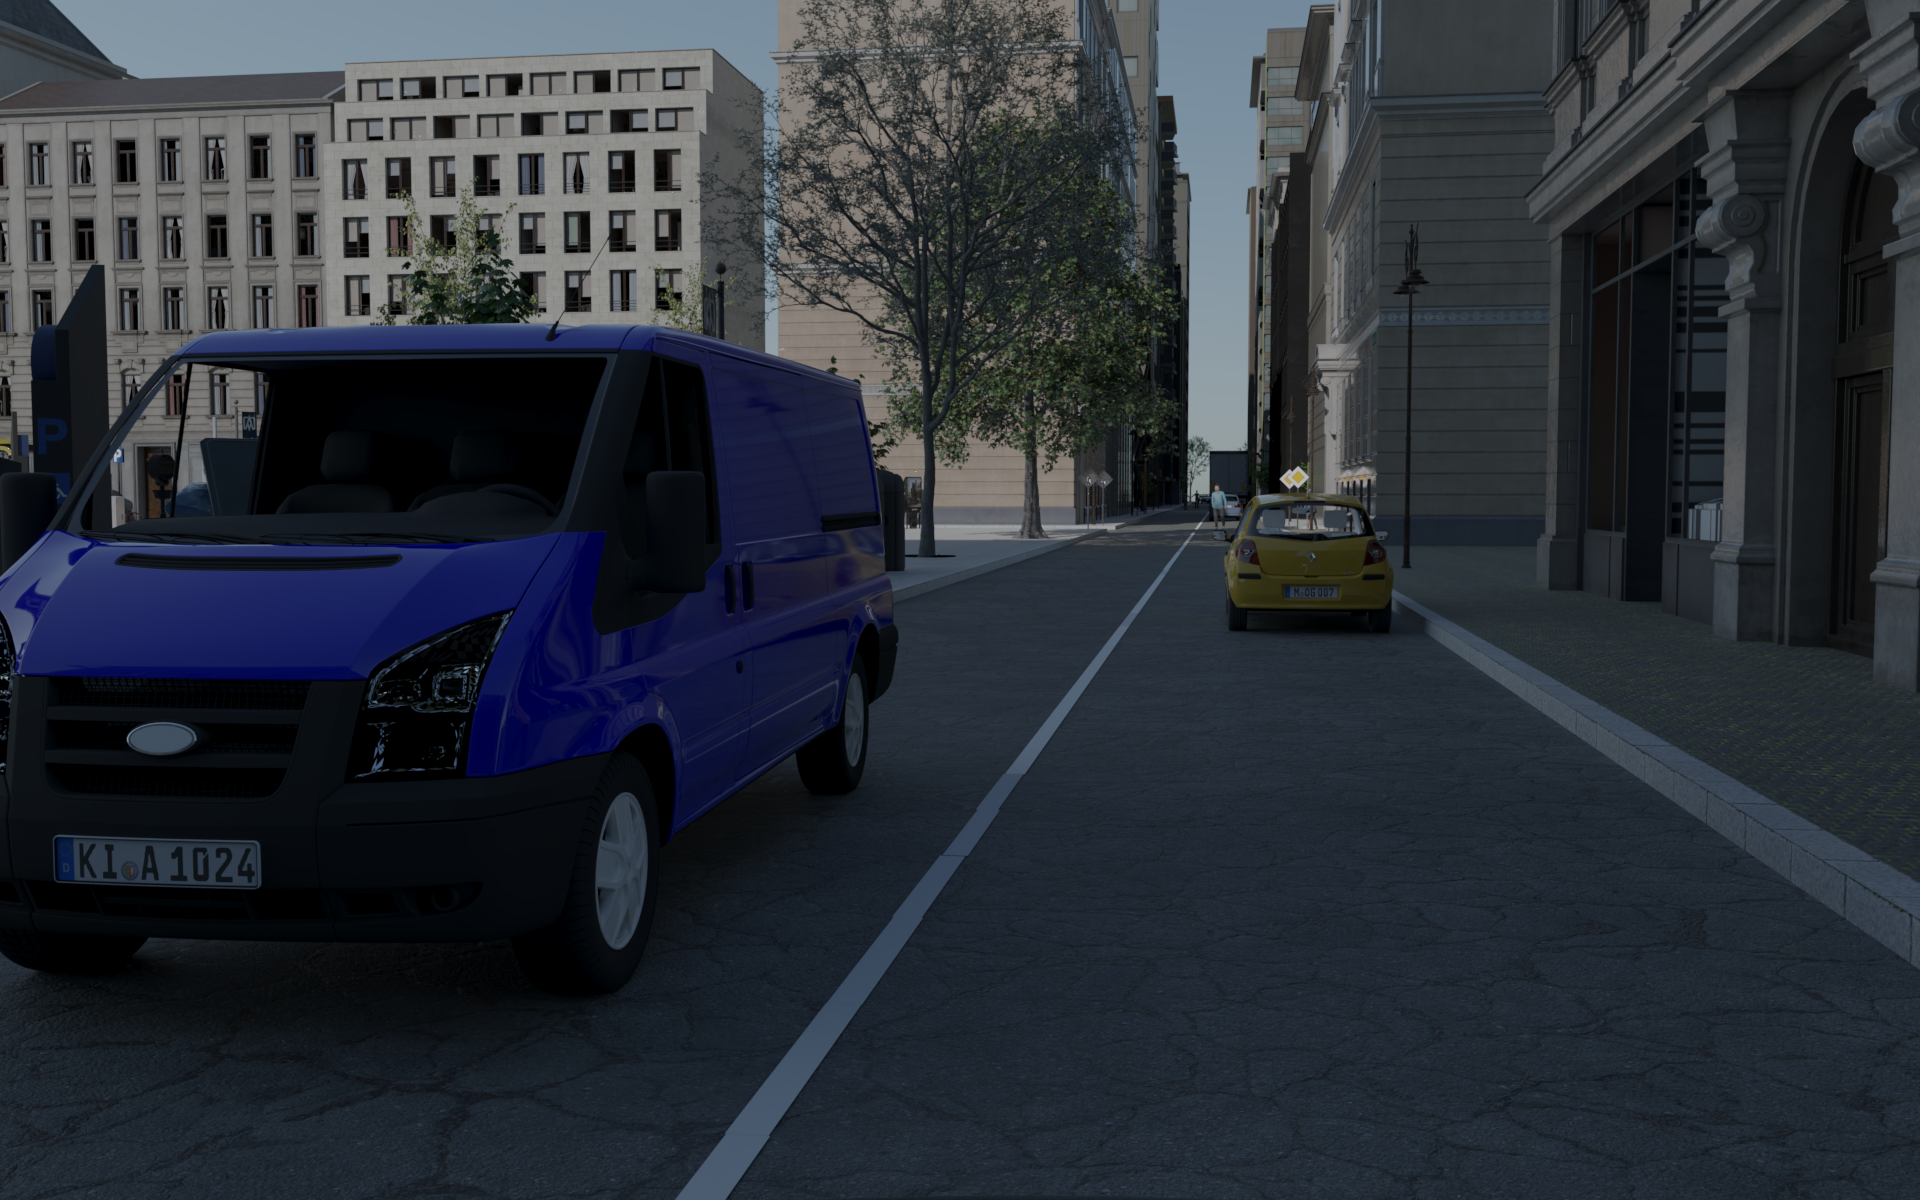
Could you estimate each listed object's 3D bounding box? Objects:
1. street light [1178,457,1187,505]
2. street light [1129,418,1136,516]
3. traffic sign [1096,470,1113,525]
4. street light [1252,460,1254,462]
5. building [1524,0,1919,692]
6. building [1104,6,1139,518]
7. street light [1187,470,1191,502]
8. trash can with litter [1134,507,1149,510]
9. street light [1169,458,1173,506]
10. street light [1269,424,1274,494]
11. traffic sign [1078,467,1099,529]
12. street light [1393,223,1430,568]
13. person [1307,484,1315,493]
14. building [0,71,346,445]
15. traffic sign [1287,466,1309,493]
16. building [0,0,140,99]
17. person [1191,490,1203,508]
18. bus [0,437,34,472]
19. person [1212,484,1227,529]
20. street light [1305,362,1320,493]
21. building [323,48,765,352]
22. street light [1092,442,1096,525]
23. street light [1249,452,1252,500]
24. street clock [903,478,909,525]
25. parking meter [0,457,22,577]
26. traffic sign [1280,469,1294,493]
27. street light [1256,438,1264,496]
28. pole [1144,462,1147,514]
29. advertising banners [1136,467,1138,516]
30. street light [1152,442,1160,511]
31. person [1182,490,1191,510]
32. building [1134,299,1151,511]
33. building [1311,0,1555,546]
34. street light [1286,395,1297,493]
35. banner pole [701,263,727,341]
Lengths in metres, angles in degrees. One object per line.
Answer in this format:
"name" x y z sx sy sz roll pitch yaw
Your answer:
"street light" 29.476 -15.703 229.537 0.468 5.910 1.993 1 4 9
"street light" 10.271 -7.980 103.262 0.468 5.910 1.993 1 4 9
"traffic sign" 5.903 -4.144 71.404 0.795 2.450 0.064 1 4 9
"street light" 27.014 -11.274 157.123 0.468 5.910 1.993 1 4 9
"building" 12.162 -10.425 21.366 10.553 20.767 40.483 1 4 9
"building" 4.562 -20.080 105.802 11.434 29.767 29.804 1 4 9
"street light" 34.096 -17.605 260.635 0.468 5.910 1.993 1 4 9
"trash can with litter" 14.357 -7.833 139.127 2.233 1.210 1.678 2 4 26
"street light" 21.817 -12.629 179.264 0.468 5.910 1.993 1 4 9
"street light" 20.254 -8.531 112.275 0.468 5.910 1.993 1 4 9
"traffic sign" 4.707 -3.662 63.509 0.795 2.450 0.064 1 4 9
"street light" 7.730 -3.488 29.810 0.468 5.910 1.993 1 4 9
"person" 13.164 -3.451 64.955 0.581 1.822 0.654 -1 4 -20
"building" -35.677 -14.261 82.324 18.267 20.994 9.793 1 4 9
"traffic sign" 12.163 -3.591 62.363 0.795 2.450 0.064 1 4 9
"building" -56.645 -18.386 87.998 23.554 28.519 14.401 1 4 9
"person" 23.586 -10.029 172.465 1.348 1.826 0.705 1 4 13
"bus" -45.169 -5.105 75.015 12.252 3.916 2.896 0 4 8
"person" 10.539 -3.780 70.318 0.660 1.820 0.620 2 4 25
"street light" 12.393 -5.389 60.901 0.468 5.910 1.993 1 4 9
"building" -18.408 -13.721 79.087 16.860 20.320 10.420 1 4 9
"street light" 5.589 -6.079 72.174 0.468 5.910 1.993 1 4 9
"street light" 31.679 -13.190 188.439 0.468 5.910 1.993 1 4 9
"street clock" -2.103 -4.107 71.718 0.358 2.002 0.471 -3 5 -44
"parking meter" -14.836 -1.303 27.012 0.255 1.863 0.399 2 4 32
"traffic sign" 13.359 -4.074 70.258 0.795 2.450 0.064 1 4 9
"street light" 24.961 -10.443 143.533 0.468 5.910 1.993 1 4 9
"pole" 11.934 -7.205 111.644 0.158 3.312 0.155 0 3 0
"advertising banners" 10.221 -6.334 99.752 0.090 3.025 2.074 0 4 6
"street light" 15.058 -9.897 134.600 0.468 5.910 1.993 1 4 9
"person" 20.227 -8.962 155.034 0.705 1.824 1.348 -2 4 -29
"building" 5.785 -16.026 129.481 16.820 18.784 16.811 1 4 9
"building" 17.845 -16.205 50.853 13.634 28.700 20.117 1 4 9
"street light" 15.450 -6.613 80.910 0.468 5.910 1.993 1 4 9
"banner pole" -2.630 -1.749 18.615 0.401 3.779 0.863 1 4 10
